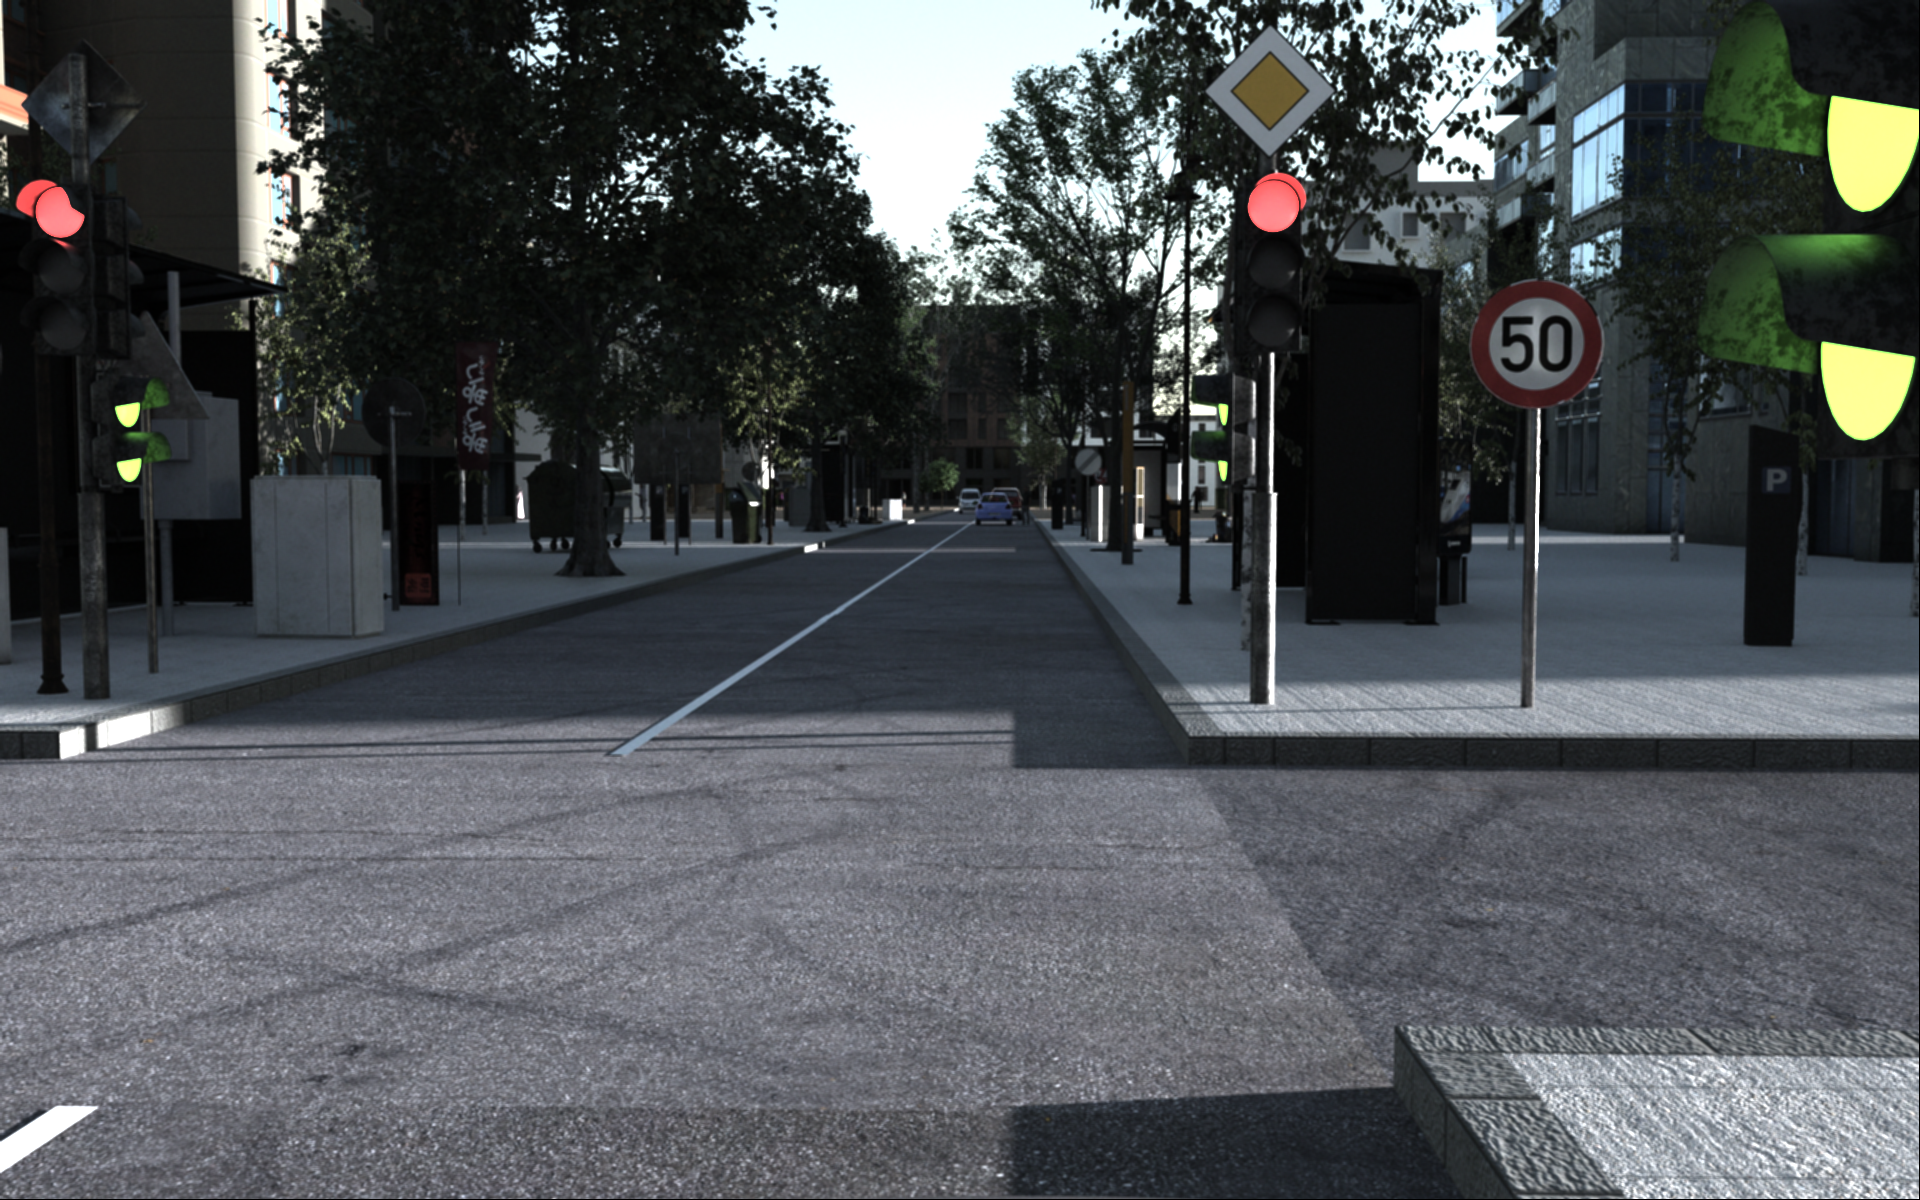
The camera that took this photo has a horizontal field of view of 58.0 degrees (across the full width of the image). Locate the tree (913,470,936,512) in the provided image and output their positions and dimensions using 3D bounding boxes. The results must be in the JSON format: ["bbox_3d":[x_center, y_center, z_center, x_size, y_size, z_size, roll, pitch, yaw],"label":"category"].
[{"bbox_3d":[-2.740,-8.141,127.711,1.663,3.219,1.824,0,3,0],"label":"tree"}]

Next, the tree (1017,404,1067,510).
[{"bbox_3d":[6.420,-11.369,136.242,4.737,8.622,4.395,0,3,0],"label":"tree"}]

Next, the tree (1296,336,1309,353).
[{"bbox_3d":[15.204,-7.988,80.966,4.737,8.622,4.395,0,3,0],"label":"tree"}]

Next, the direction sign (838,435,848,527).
[{"bbox_3d":[-4.537,-4.591,67.061,0.379,3.537,0.876,-1,4,-16],"label":"direction sign"}]

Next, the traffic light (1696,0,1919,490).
[{"bbox_3d":[1.580,-0.834,2.551,0.839,4.253,0.868,0,4,2],"label":"traffic light"}]

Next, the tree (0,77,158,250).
[{"bbox_3d":[-16.098,-4.874,30.047,4.737,8.622,4.395,0,3,0],"label":"tree"}]

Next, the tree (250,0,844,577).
[{"bbox_3d":[-5.929,-6.724,26.942,9.611,12.733,9.660,0,3,0],"label":"tree"}]

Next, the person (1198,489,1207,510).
[{"bbox_3d":[19.401,-8.182,140.529,1.217,1.735,0.721,0,4,-1],"label":"person"}]

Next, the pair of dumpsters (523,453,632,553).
[{"bbox_3d":[-8.719,-2.270,39.608,1.574,2.255,4.437,0,4,2],"label":"pair of dumpsters"}]

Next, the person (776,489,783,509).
[{"bbox_3d":[-15.472,-8.761,149.964,1.217,1.739,0.721,1,4,15],"label":"person"}]

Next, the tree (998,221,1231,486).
[{"bbox_3d":[5.203,-7.597,58.627,8.767,10.594,7.601,1,4,11],"label":"tree"}]

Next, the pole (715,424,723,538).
[{"bbox_3d":[-6.999,-3.451,50.268,0.158,3.312,0.155,0,3,0],"label":"pole"}]

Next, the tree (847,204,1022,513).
[{"bbox_3d":[-2.211,-15.782,113.930,12.611,20.169,13.585,0,3,0],"label":"tree"}]

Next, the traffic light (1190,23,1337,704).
[{"bbox_3d":[1.839,-1.322,10.532,0.839,4.253,0.868,0,4,2],"label":"traffic light"}]

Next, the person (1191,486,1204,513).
[{"bbox_3d":[15.949,-6.751,116.552,1.348,1.807,0.705,-3,5,-44],"label":"person"}]

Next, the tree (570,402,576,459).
[{"bbox_3d":[-14.971,-6.383,54.726,4.737,8.622,4.395,0,3,0],"label":"tree"}]

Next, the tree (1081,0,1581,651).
[{"bbox_3d":[2.625,-3.894,14.033,4.360,8.622,3.978,0,3,0],"label":"tree"}]

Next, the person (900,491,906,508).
[{"bbox_3d":[-5.532,-9.718,168.178,0.721,1.735,1.217,-2,4,-25],"label":"person"}]

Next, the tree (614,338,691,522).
[{"bbox_3d":[-14.344,-7.909,79.683,4.360,8.622,3.978,0,3,0],"label":"tree"}]

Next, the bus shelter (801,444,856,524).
[{"bbox_3d":[-5.698,-5.904,74.168,2.179,5.291,8.768,0,4,2],"label":"bus shelter"}]

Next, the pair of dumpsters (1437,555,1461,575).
[{"bbox_3d":[6.885,-1.546,27.773,1.574,2.255,4.437,0,4,2],"label":"pair of dumpsters"}]

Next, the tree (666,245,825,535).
[{"bbox_3d":[-5.497,-5.918,47.115,4.737,8.622,4.395,0,3,0],"label":"tree"}]

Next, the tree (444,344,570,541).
[{"bbox_3d":[-13.325,-5.914,47.058,4.737,8.622,4.395,0,3,0],"label":"tree"}]

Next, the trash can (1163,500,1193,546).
[{"bbox_3d":[5.413,-1.920,43.041,0.748,1.137,0.748,0,3,0],"label":"trash can"}]

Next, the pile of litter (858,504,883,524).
[{"bbox_3d":[-3.855,-3.679,74.114,1.176,0.858,1.719,1,4,11],"label":"pile of litter"}]

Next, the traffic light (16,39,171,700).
[{"bbox_3d":[-5.399,-1.335,10.749,0.839,4.253,0.868,0,4,2],"label":"traffic light"}]

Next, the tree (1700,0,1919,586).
[{"bbox_3d":[13.050,-4.694,27.110,4.737,8.622,4.395,0,3,0],"label":"tree"}]

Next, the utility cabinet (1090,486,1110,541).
[{"bbox_3d":[3.964,-2.322,46.639,0.318,1.500,1.173,3,5,40],"label":"utility cabinet"}]

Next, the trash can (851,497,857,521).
[{"bbox_3d":[-5.305,-4.398,83.566,0.748,1.137,0.748,0,3,0],"label":"trash can"}]

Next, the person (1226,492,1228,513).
[{"bbox_3d":[15.990,-5.838,102.174,0.721,1.739,1.217,3,5,40],"label":"person"}]

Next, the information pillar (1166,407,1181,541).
[{"bbox_3d":[5.764,-3.380,46.616,0.183,3.616,0.504,-3,4,-36],"label":"information pillar"}]

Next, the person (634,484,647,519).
[{"bbox_3d":[-16.460,-5.097,89.254,0.599,1.838,0.709,-2,4,-31],"label":"person"}]

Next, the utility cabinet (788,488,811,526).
[{"bbox_3d":[-6.198,-3.644,68.252,1.173,1.500,0.318,-3,5,-41],"label":"utility cabinet"}]

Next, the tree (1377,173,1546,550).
[{"bbox_3d":[12.434,-5.456,39.566,4.737,8.622,4.395,0,3,0],"label":"tree"}]

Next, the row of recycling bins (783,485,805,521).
[{"bbox_3d":[-7.337,-4.541,81.361,1.069,1.692,3.534,-2,4,-27],"label":"row of recycling bins"}]

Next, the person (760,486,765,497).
[{"bbox_3d":[-11.012,-5.408,94.476,1.348,1.822,0.705,2,4,33],"label":"person"}]

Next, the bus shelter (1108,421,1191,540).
[{"bbox_3d":[5.439,-3.460,50.487,2.014,3.302,5.546,0,4,2],"label":"bus shelter"}]

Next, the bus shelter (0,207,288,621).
[{"bbox_3d":[-8.617,-1.561,16.809,1.731,3.624,6.357,0,4,2],"label":"bus shelter"}]

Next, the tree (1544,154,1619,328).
[{"bbox_3d":[13.874,-5.041,32.782,4.737,8.622,4.395,0,3,0],"label":"tree"}]

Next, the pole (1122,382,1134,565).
[{"bbox_3d":[3.057,-2.305,31.529,0.158,3.312,0.155,0,3,0],"label":"pole"}]

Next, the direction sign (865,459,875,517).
[{"bbox_3d":[-4.025,-5.270,78.162,0.379,3.537,0.876,2,4,31],"label":"direction sign"}]

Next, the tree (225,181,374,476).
[{"bbox_3d":[-14.739,-5.473,39.841,4.737,8.622,4.395,0,3,0],"label":"tree"}]

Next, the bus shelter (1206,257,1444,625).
[{"bbox_3d":[4.028,-1.757,20.013,1.731,3.624,6.357,0,4,2],"label":"bus shelter"}]

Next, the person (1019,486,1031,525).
[{"bbox_3d":[2.975,-4.308,79.058,0.434,1.807,0.598,-2,4,-28],"label":"person"}]

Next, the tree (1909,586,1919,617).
[{"bbox_3d":[9.794,-4.132,17.916,4.737,8.622,4.395,0,3,0],"label":"tree"}]

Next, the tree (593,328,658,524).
[{"bbox_3d":[-13.188,-6.748,60.696,4.737,8.622,4.395,0,3,0],"label":"tree"}]

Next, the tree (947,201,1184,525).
[{"bbox_3d":[4.531,-9.903,72.284,12.009,13.543,11.850,0,3,0],"label":"tree"}]

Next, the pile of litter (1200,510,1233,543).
[{"bbox_3d":[7.126,-1.953,45.891,1.176,0.858,1.719,-1,4,-23],"label":"pile of litter"}]

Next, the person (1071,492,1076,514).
[{"bbox_3d":[7.366,-6.204,110.718,0.697,1.427,0.421,1,4,13],"label":"person"}]

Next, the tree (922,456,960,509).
[{"bbox_3d":[-1.624,-10.099,148.834,4.285,4.588,4.351,0,3,0],"label":"tree"}]

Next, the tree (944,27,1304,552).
[{"bbox_3d":[3.660,-6.898,38.536,9.928,11.665,9.643,0,3,0],"label":"tree"}]

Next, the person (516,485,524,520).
[{"bbox_3d":[-21.612,-4.767,84.657,0.621,1.740,0.551,-3,5,-43],"label":"person"}]
